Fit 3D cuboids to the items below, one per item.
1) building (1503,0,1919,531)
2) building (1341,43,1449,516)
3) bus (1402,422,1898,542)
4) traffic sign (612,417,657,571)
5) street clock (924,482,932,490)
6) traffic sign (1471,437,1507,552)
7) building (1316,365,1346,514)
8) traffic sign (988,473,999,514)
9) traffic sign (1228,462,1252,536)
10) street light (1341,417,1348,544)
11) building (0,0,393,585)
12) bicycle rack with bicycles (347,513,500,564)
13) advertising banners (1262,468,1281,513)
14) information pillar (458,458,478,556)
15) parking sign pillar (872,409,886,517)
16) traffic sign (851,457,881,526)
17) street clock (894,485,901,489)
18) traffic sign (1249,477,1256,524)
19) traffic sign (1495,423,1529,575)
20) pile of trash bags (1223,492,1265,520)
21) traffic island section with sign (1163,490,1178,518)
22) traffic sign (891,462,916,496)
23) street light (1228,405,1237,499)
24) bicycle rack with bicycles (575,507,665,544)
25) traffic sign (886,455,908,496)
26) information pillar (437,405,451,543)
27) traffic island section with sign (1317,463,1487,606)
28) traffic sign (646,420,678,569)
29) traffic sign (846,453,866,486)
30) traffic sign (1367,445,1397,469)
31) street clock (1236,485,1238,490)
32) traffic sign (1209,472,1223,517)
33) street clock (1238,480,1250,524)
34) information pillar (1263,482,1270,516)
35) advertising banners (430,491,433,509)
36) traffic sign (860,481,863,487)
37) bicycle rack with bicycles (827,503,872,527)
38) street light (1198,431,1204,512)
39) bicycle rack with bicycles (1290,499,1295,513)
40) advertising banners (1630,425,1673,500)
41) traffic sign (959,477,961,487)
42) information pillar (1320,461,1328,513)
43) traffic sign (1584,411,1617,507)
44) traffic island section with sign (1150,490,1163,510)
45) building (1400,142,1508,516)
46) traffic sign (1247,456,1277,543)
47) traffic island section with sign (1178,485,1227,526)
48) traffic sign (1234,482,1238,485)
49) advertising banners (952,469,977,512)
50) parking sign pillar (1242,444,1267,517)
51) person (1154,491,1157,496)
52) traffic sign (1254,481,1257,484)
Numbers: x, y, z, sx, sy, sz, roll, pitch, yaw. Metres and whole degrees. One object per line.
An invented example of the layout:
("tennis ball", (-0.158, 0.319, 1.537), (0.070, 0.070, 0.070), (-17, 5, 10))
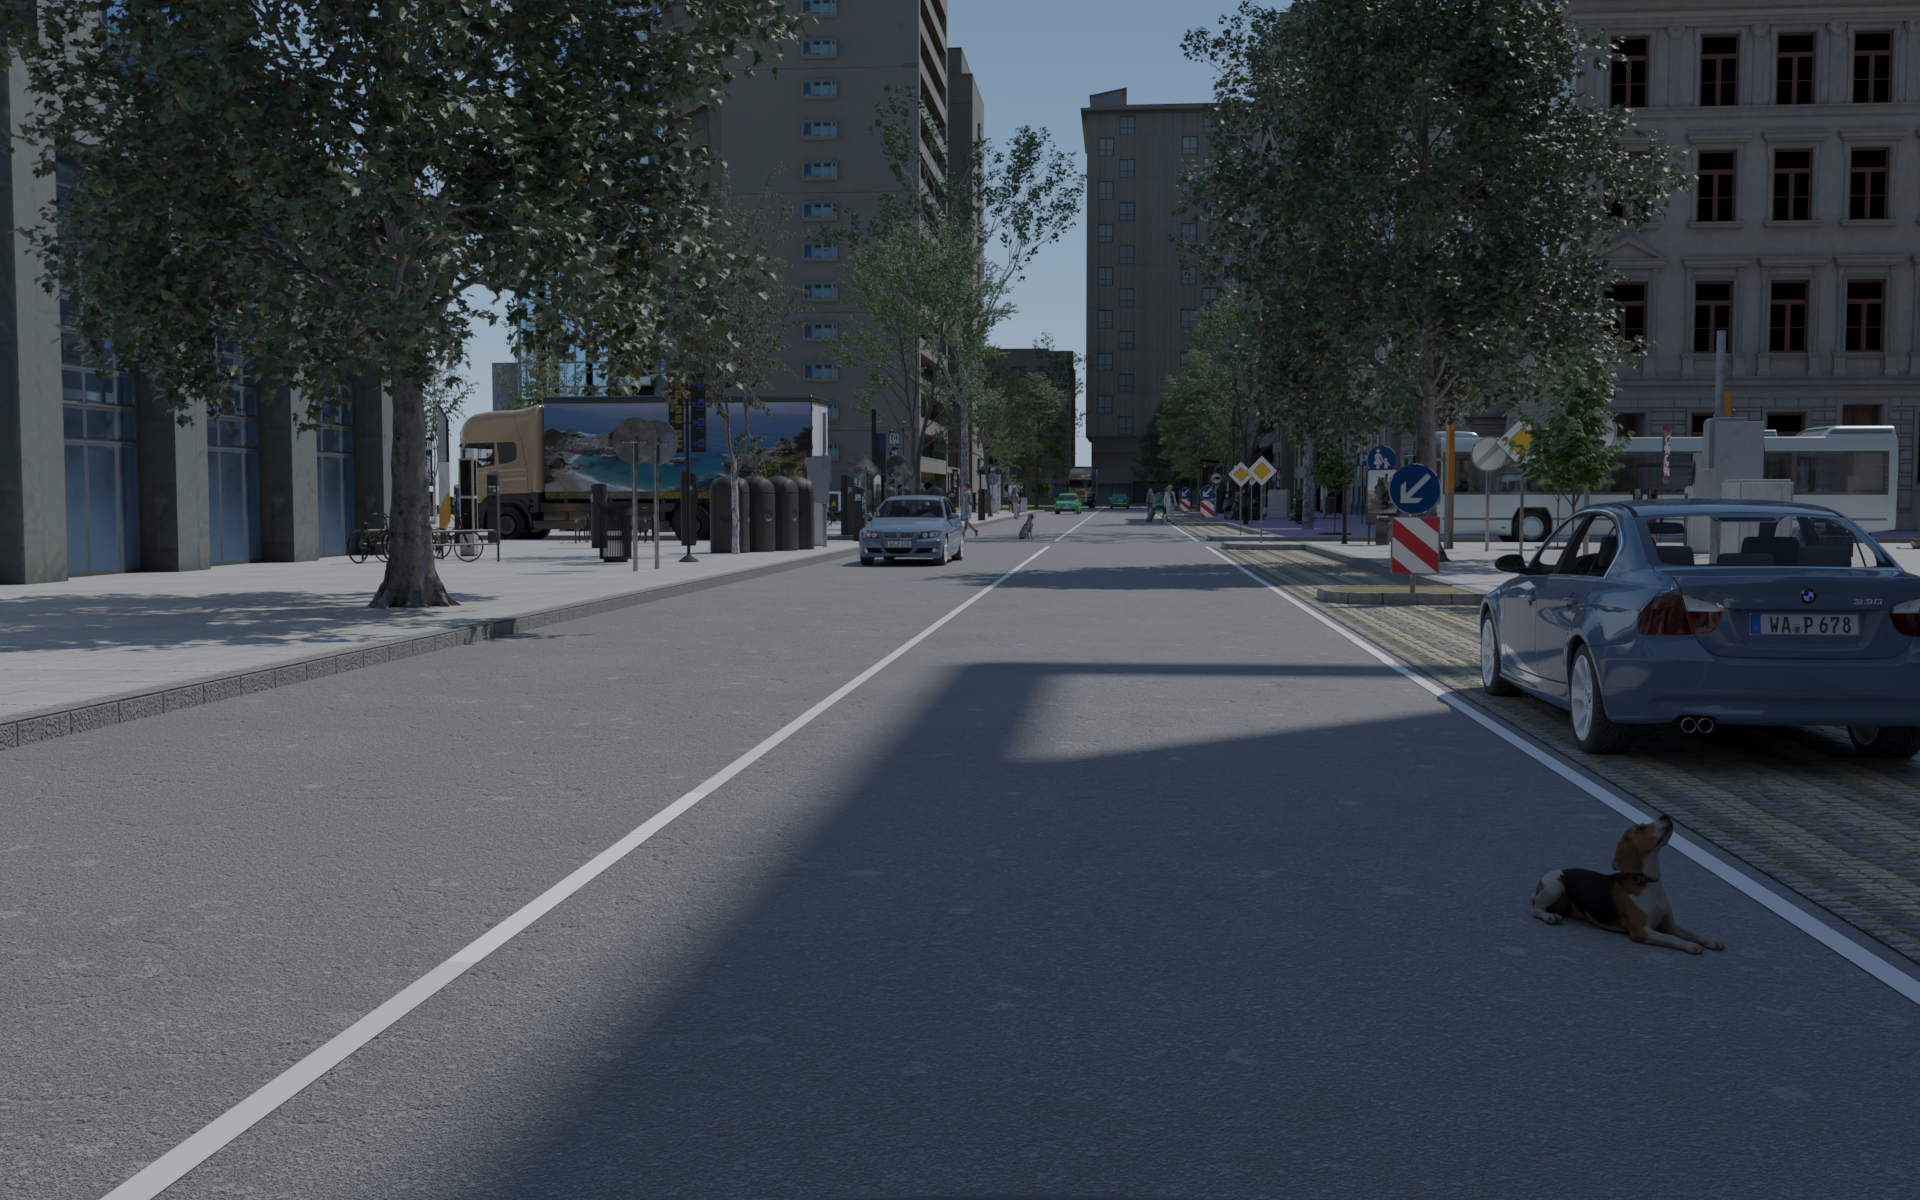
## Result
("building", (31.564, -13.948, 64.201), (21.152, 22.565, 11.583), (0, 4, 5))
("building", (29.870, -19.226, 100.256), (13.634, 28.700, 20.117), (0, 4, 5))
("bus", (18.487, -3.250, 48.001), (13.247, 3.499, 2.948), (0, 4, 6))
("traffic sign", (-5.391, -1.748, 28.694), (0.768, 2.556, 0.104), (0, 4, 6))
("street clock", (-1.948, -6.115, 104.553), (0.471, 2.002, 0.358), (-1, 4, -9))
("traffic sign", (11.768, -2.355, 38.603), (0.768, 2.556, 0.104), (1, 4, 10))
("building", (31.629, -17.666, 118.509), (12.332, 23.373, 15.834), (0, 4, 5))
("traffic sign", (1.942, -6.338, 103.738), (0.768, 2.556, 0.104), (1, 4, 13))
("traffic sign", (8.629, -3.034, 53.244), (0.795, 2.450, 0.064), (0, 4, 5))
("street light", (9.864, -4.372, 44.268), (0.468, 5.910, 1.993), (0, 4, 5))
("building", (-28.466, -43.574, 25.110), (31.000, 86.520, 22.319), (0, 4, 5))
("bicycle rack with bicycles", (-10.178, -1.174, 32.583), (2.852, 0.926, 2.925), (3, 5, 39))
("advertising banners", (20.756, -7.295, 115.458), (0.090, 3.025, 2.074), (-2, 4, -27))
("information pillar", (-10.155, -1.913, 35.775), (0.304, 2.012, 0.304), (0, 4, 0))
("parking sign pillar", (-2.615, -4.106, 55.600), (1.447, 3.967, 1.447), (0, 4, -2))
("traffic sign", (-2.513, -2.608, 46.286), (0.795, 2.450, 0.064), (0, 4, 5))
("street clock", (-3.683, -5.961, 102.032), (0.358, 2.002, 0.471), (2, 4, 32))
("traffic sign", (12.639, -4.518, 75.056), (0.795, 2.450, 0.064), (1, 4, 14))
("traffic sign", (8.273, -1.487, 25.504), (0.795, 2.450, 0.064), (0, 4, 6))
("pile of trash bags", (14.221, -4.745, 87.329), (1.912, 1.369, 3.447), (0, 4, 2))
("traffic island section with sign", (13.517, -5.901, 105.105), (1.989, 1.847, 2.006), (0, 4, 5))
("traffic sign", (-1.767, -3.094, 54.236), (0.795, 2.450, 0.064), (0, 4, 5))
("street light", (14.224, -7.178, 90.153), (0.468, 5.910, 1.993), (0, 4, 5))
("bicycle rack with bicycles", (-9.105, -1.993, 45.962), (2.852, 0.926, 2.925), (0, 4, -8))
("traffic sign", (-2.086, -3.462, 56.712), (0.768, 2.556, 0.104), (1, 4, 13))
("information pillar", (-13.496, -3.298, 45.272), (0.183, 3.616, 0.504), (-3, 5, -43))
("traffic island section with sign", (5.833, -0.887, 23.131), (1.989, 1.847, 2.006), (0, 4, 5))
("traffic sign", (-5.198, -1.806, 29.636), (0.768, 2.556, 0.104), (1, 4, 10))
("traffic sign", (-3.201, -3.316, 54.318), (0.768, 2.556, 0.104), (1, 4, 13))
("traffic sign", (11.012, -2.764, 45.293), (0.768, 2.556, 0.104), (1, 4, 8))
("street clock", (16.880, -6.112, 104.497), (0.358, 2.002, 0.471), (3, 4, 37))
("traffic sign", (14.596, -6.030, 98.690), (0.768, 2.556, 0.104), (0, 4, 7))
("street clock", (12.067, -4.190, 73.070), (0.358, 2.002, 0.471), (1, 4, 17))
("information pillar", (18.264, -6.041, 103.259), (0.304, 2.012, 0.304), (-1, 4, -10))
("advertising banners", (-30.824, -6.392, 100.691), (2.074, 3.025, 0.090), (-1, 4, -17))
("traffic sign", (-3.411, -3.658, 59.907), (0.768, 2.556, 0.104), (1, 4, 14))
("bicycle rack with bicycles", (-3.827, -3.352, 68.193), (2.925, 0.926, 2.852), (1, 4, 19))
("street light", (17.639, -9.453, 127.344), (0.468, 5.910, 1.993), (0, 4, 5))
("bicycle rack with bicycles", (22.943, -6.469, 119.142), (2.925, 0.926, 2.852), (3, 5, 45))
("advertising banners", (17.378, -2.893, 43.482), (2.074, 3.025, 0.090), (-3, 5, -42))
("traffic sign", (0.244, -6.333, 105.672), (0.606, 2.300, 0.079), (0, 4, 6))
("information pillar", (24.327, -7.606, 115.708), (0.504, 3.616, 0.183), (2, 4, 35))
("traffic sign", (9.093, -1.530, 25.118), (0.768, 2.556, 0.104), (1, 4, 10))
("traffic island section with sign", (18.173, -8.930, 154.629), (1.989, 1.847, 2.006), (0, 4, 5))
("building", (26.651, -13.200, 80.446), (10.561, 19.102, 19.286), (0, 4, 5))
("traffic sign", (7.884, -2.547, 45.294), (0.795, 2.450, 0.064), (0, 4, 5))
("traffic island section with sign", (10.957, -4.231, 77.810), (1.989, 1.847, 2.006), (0, 4, 5))
("traffic sign", (16.179, -6.082, 99.452), (0.884, 2.594, 0.081), (1, 4, 12))
("advertising banners", (0.301, -7.643, 121.148), (2.074, 3.025, 0.090), (-2, 4, -32))
("parking sign pillar", (16.422, -6.619, 96.694), (1.447, 3.967, 1.447), (-1, 4, -16))
("person", (19.313, -9.853, 170.311), (0.721, 1.735, 1.217), (1, 4, 21))
("traffic sign", (13.214, -4.729, 78.498), (0.795, 2.450, 0.064), (1, 4, 12))
